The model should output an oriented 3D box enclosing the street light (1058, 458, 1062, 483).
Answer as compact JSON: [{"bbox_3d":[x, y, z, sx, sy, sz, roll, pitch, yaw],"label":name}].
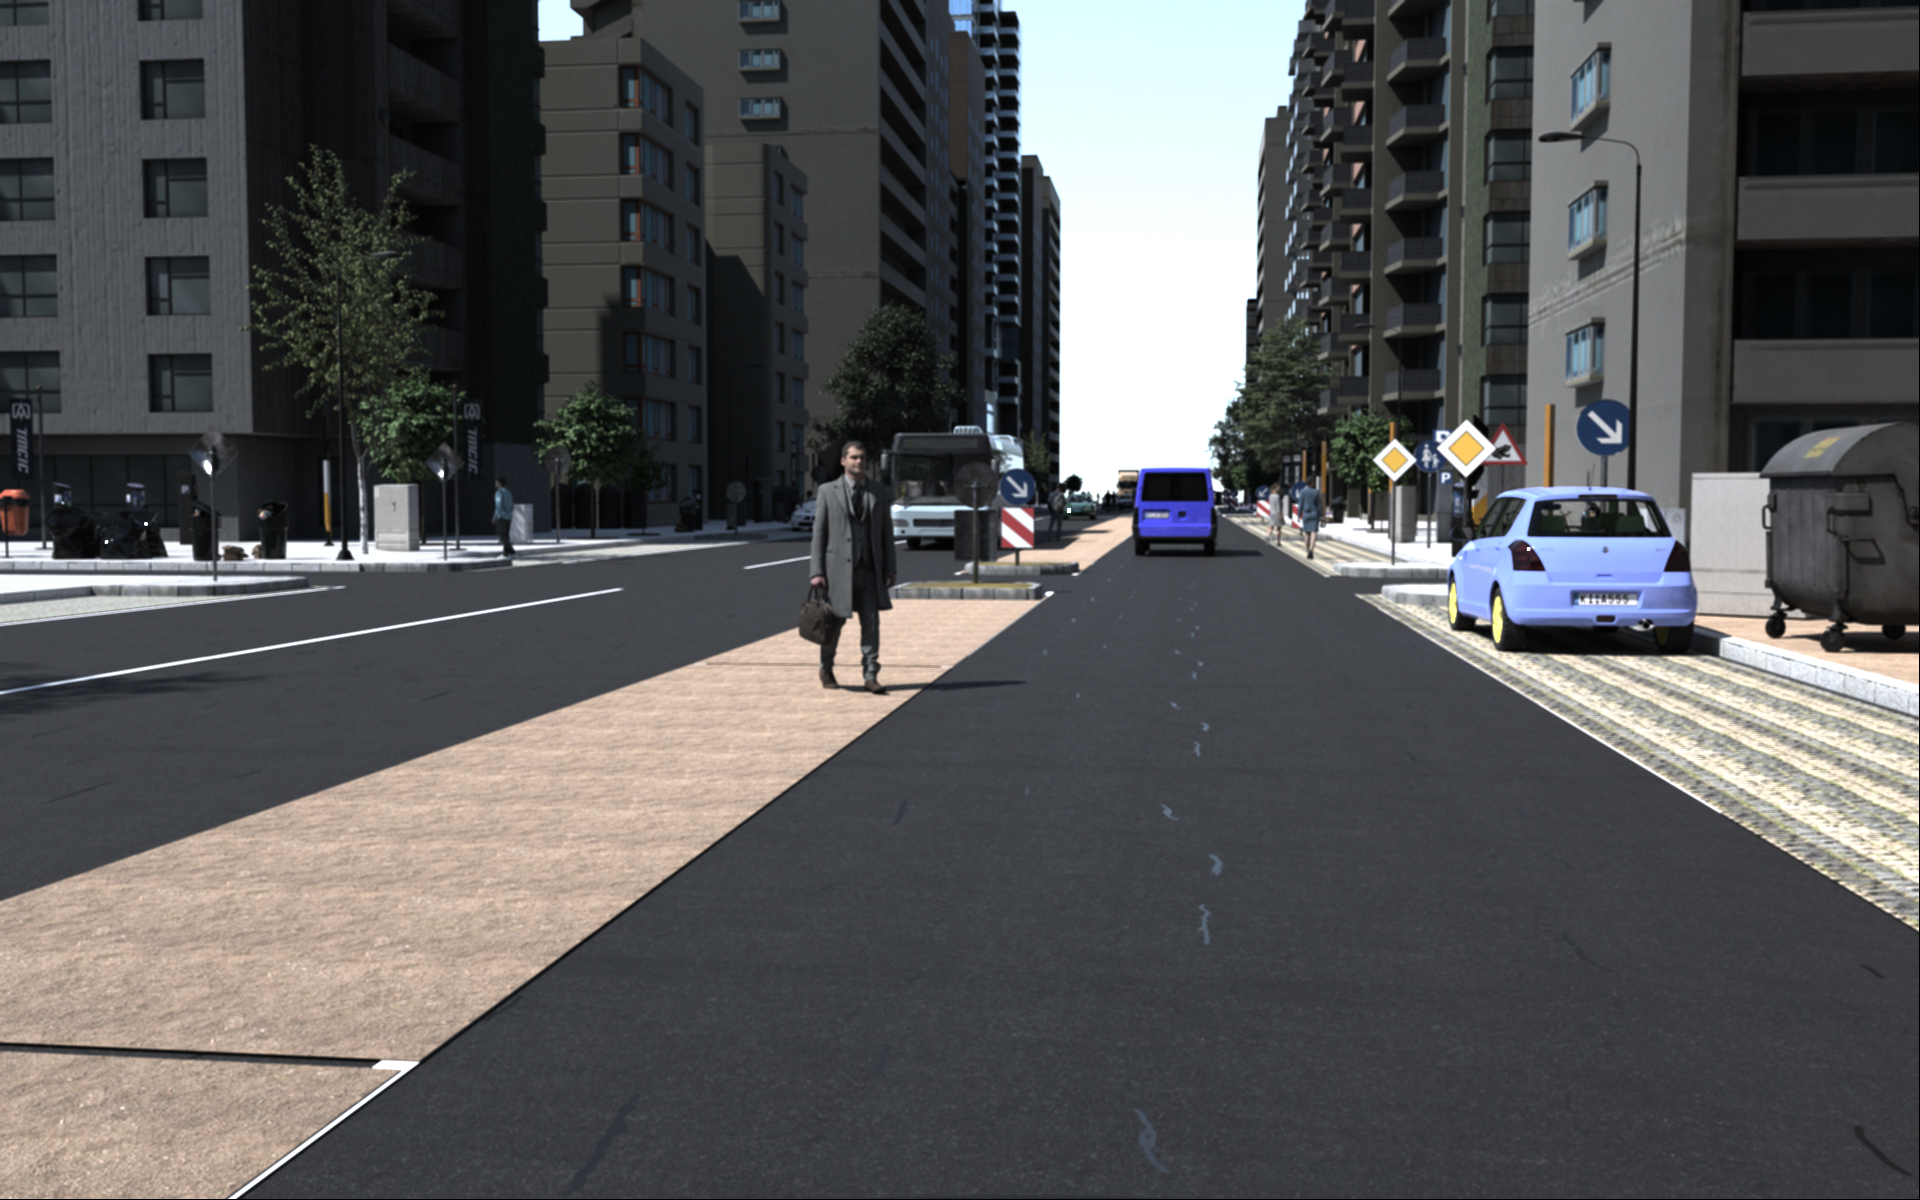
[{"bbox_3d":[13.033,-15.152,220.280,1.470,5.913,1.316,0,4,7],"label":"street light"}]

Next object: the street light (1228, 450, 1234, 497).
[{"bbox_3d":[28.869,-12.762,181.202,1.470,5.913,1.316,0,4,7],"label":"street light"}]

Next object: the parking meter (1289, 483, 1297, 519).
[{"bbox_3d":[19.381,-5.809,100.694,0.399,1.863,0.255,3,5,40],"label":"parking meter"}]

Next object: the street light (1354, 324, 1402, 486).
[{"bbox_3d":[11.459,-4.577,47.382,1.470,5.913,1.316,0,4,7],"label":"street light"}]

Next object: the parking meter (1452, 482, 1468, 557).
[{"bbox_3d":[10.212,-1.642,35.252,0.372,1.533,0.369,0,3,0],"label":"parking meter"}]

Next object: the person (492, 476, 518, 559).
[{"bbox_3d":[-9.916,-1.792,37.816,0.620,1.820,0.660,0,4,8],"label":"person"}]

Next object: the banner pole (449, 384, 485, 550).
[{"bbox_3d":[-11.314,-3.039,39.698,0.863,3.779,0.401,-3,4,-36],"label":"banner pole"}]

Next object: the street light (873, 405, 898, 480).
[{"bbox_3d":[-3.932,-7.194,90.168,1.470,5.913,1.316,0,4,7],"label":"street light"}]

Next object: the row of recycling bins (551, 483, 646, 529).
[{"bbox_3d":[-13.442,-3.503,64.382,3.534,1.692,1.069,0,4,-5],"label":"row of recycling bins"}]

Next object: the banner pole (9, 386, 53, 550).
[{"bbox_3d":[-21.421,-3.053,39.927,0.863,3.779,0.401,-3,4,-39],"label":"banner pole"}]

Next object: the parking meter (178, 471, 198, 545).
[{"bbox_3d":[-19.560,-2.335,43.894,0.399,1.863,0.255,0,4,-1],"label":"parking meter"}]

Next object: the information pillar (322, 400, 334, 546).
[{"bbox_3d":[-15.642,-3.146,42.795,0.183,3.616,0.504,-1,4,-12],"label":"information pillar"}]

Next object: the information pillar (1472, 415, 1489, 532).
[{"bbox_3d":[15.335,-3.655,51.112,0.504,3.616,0.183,-1,4,-16],"label":"information pillar"}]

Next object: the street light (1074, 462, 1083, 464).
[{"bbox_3d":[16.987,-16.960,249.838,1.470,5.913,1.316,0,4,7],"label":"street light"}]

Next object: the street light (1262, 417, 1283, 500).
[{"bbox_3d":[18.971,-8.094,104.885,1.470,5.913,1.316,0,4,7],"label":"street light"}]

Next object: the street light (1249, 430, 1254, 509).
[{"bbox_3d":[21.483,-9.261,123.961,1.470,5.913,1.316,0,4,7],"label":"street light"}]

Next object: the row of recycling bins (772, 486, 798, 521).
[{"bbox_3d":[-8.779,-4.786,85.362,1.069,1.692,3.534,1,4,14],"label":"row of recycling bins"}]

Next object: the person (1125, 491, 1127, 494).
[{"bbox_3d":[17.526,-10.591,182.215,0.434,1.755,0.990,-1,4,-10],"label":"person"}]

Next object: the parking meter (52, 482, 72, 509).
[{"bbox_3d":[-19.398,-1.777,37.458,0.372,1.533,0.369,0,3,0],"label":"parking meter"}]

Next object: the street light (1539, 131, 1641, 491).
[{"bbox_3d":[8.112,-3.043,22.287,1.470,5.913,1.316,0,4,7],"label":"street light"}]

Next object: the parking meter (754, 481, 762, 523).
[{"bbox_3d":[-9.029,-4.389,77.473,0.255,1.863,0.399,1,4,23],"label":"parking meter"}]

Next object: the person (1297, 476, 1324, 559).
[{"bbox_3d":[7.662,-1.801,37.972,0.581,1.822,0.654,2,4,25],"label":"person"}]

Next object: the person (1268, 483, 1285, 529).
[{"bbox_3d":[13.048,-3.877,71.244,0.474,1.900,0.648,-3,5,-42],"label":"person"}]

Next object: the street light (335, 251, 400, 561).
[{"bbox_3d":[-11.400,-3.720,33.357,1.470,5.913,1.316,0,4,7],"label":"street light"}]

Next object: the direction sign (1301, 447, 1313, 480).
[{"bbox_3d":[16.682,-5.590,83.398,0.876,3.537,0.379,-3,5,-42],"label":"direction sign"}]

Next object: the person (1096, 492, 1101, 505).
[{"bbox_3d":[18.235,-13.375,227.703,0.721,1.766,1.217,2,4,33],"label":"person"}]

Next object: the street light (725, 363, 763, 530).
[{"bbox_3d":[-7.686,-5.457,61.765,1.470,5.913,1.316,0,4,7],"label":"street light"}]

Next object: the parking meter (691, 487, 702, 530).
[{"bbox_3d":[-9.337,-3.246,61.489,0.372,1.533,0.369,0,3,0],"label":"parking meter"}]

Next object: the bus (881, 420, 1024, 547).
[{"bbox_3d":[0.096,-3.324,49.204,2.948,3.499,13.247,0,4,6],"label":"bus"}]

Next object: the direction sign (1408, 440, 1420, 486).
[{"bbox_3d":[19.075,-4.945,72.850,0.876,3.537,0.379,-3,5,-44],"label":"direction sign"}]

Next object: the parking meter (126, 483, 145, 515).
[{"bbox_3d":[-18.252,-1.833,38.385,0.372,1.533,0.369,0,3,0],"label":"parking meter"}]

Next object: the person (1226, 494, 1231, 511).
[{"bbox_3d":[21.761,-7.820,139.586,0.991,1.433,0.599,-3,5,-42],"label":"person"}]

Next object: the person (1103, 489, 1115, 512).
[{"bbox_3d":[12.144,-8.148,141.735,1.348,1.821,0.705,-3,4,-36],"label":"person"}]

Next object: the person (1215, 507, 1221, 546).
[{"bbox_3d":[6.951,-2.128,47.569,0.425,1.301,0.394,0,4,7],"label":"person"}]

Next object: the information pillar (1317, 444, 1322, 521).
[{"bbox_3d":[16.875,-5.497,81.231,0.183,3.616,0.504,3,5,42],"label":"information pillar"}]

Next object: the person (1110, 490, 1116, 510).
[{"bbox_3d":[13.533,-8.857,153.754,0.568,1.767,0.683,2,4,25],"label":"person"}]

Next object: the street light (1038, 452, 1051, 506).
[{"bbox_3d":[9.329,-13.405,191.712,1.470,5.913,1.316,0,4,7],"label":"street light"}]

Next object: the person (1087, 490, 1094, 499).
[{"bbox_3d":[12.358,-9.671,166.759,1.348,1.807,0.705,-1,4,-19],"label":"person"}]

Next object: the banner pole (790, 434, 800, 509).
[{"bbox_3d":[-6.843,-5.023,72.149,0.401,3.779,0.863,2,4,25],"label":"banner pole"}]

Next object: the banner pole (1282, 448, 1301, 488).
[{"bbox_3d":[17.935,-6.377,94.283,0.863,3.779,0.401,0,4,-6],"label":"banner pole"}]

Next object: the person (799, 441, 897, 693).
[{"bbox_3d":[-0.784,-0.239,12.510,0.694,1.812,0.767,-1,4,-21],"label":"person"}]

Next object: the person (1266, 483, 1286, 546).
[{"bbox_3d":[8.563,-2.310,47.022,0.466,1.731,0.760,2,4,33],"label":"person"}]

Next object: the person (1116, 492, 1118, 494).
[{"bbox_3d":[20.971,-13.519,230.050,0.721,1.766,1.217,0,4,0],"label":"person"}]

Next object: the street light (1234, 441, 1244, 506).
[{"bbox_3d":[25.200,-11.024,152.788,1.470,5.913,1.316,0,4,7],"label":"street light"}]

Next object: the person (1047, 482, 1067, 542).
[{"bbox_3d":[2.908,-2.634,51.912,0.623,1.781,0.721,1,4,14],"label":"person"}]

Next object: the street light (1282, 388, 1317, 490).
[{"bbox_3d":[15.066,-6.329,76.019,1.470,5.913,1.316,0,4,7],"label":"street light"}]
